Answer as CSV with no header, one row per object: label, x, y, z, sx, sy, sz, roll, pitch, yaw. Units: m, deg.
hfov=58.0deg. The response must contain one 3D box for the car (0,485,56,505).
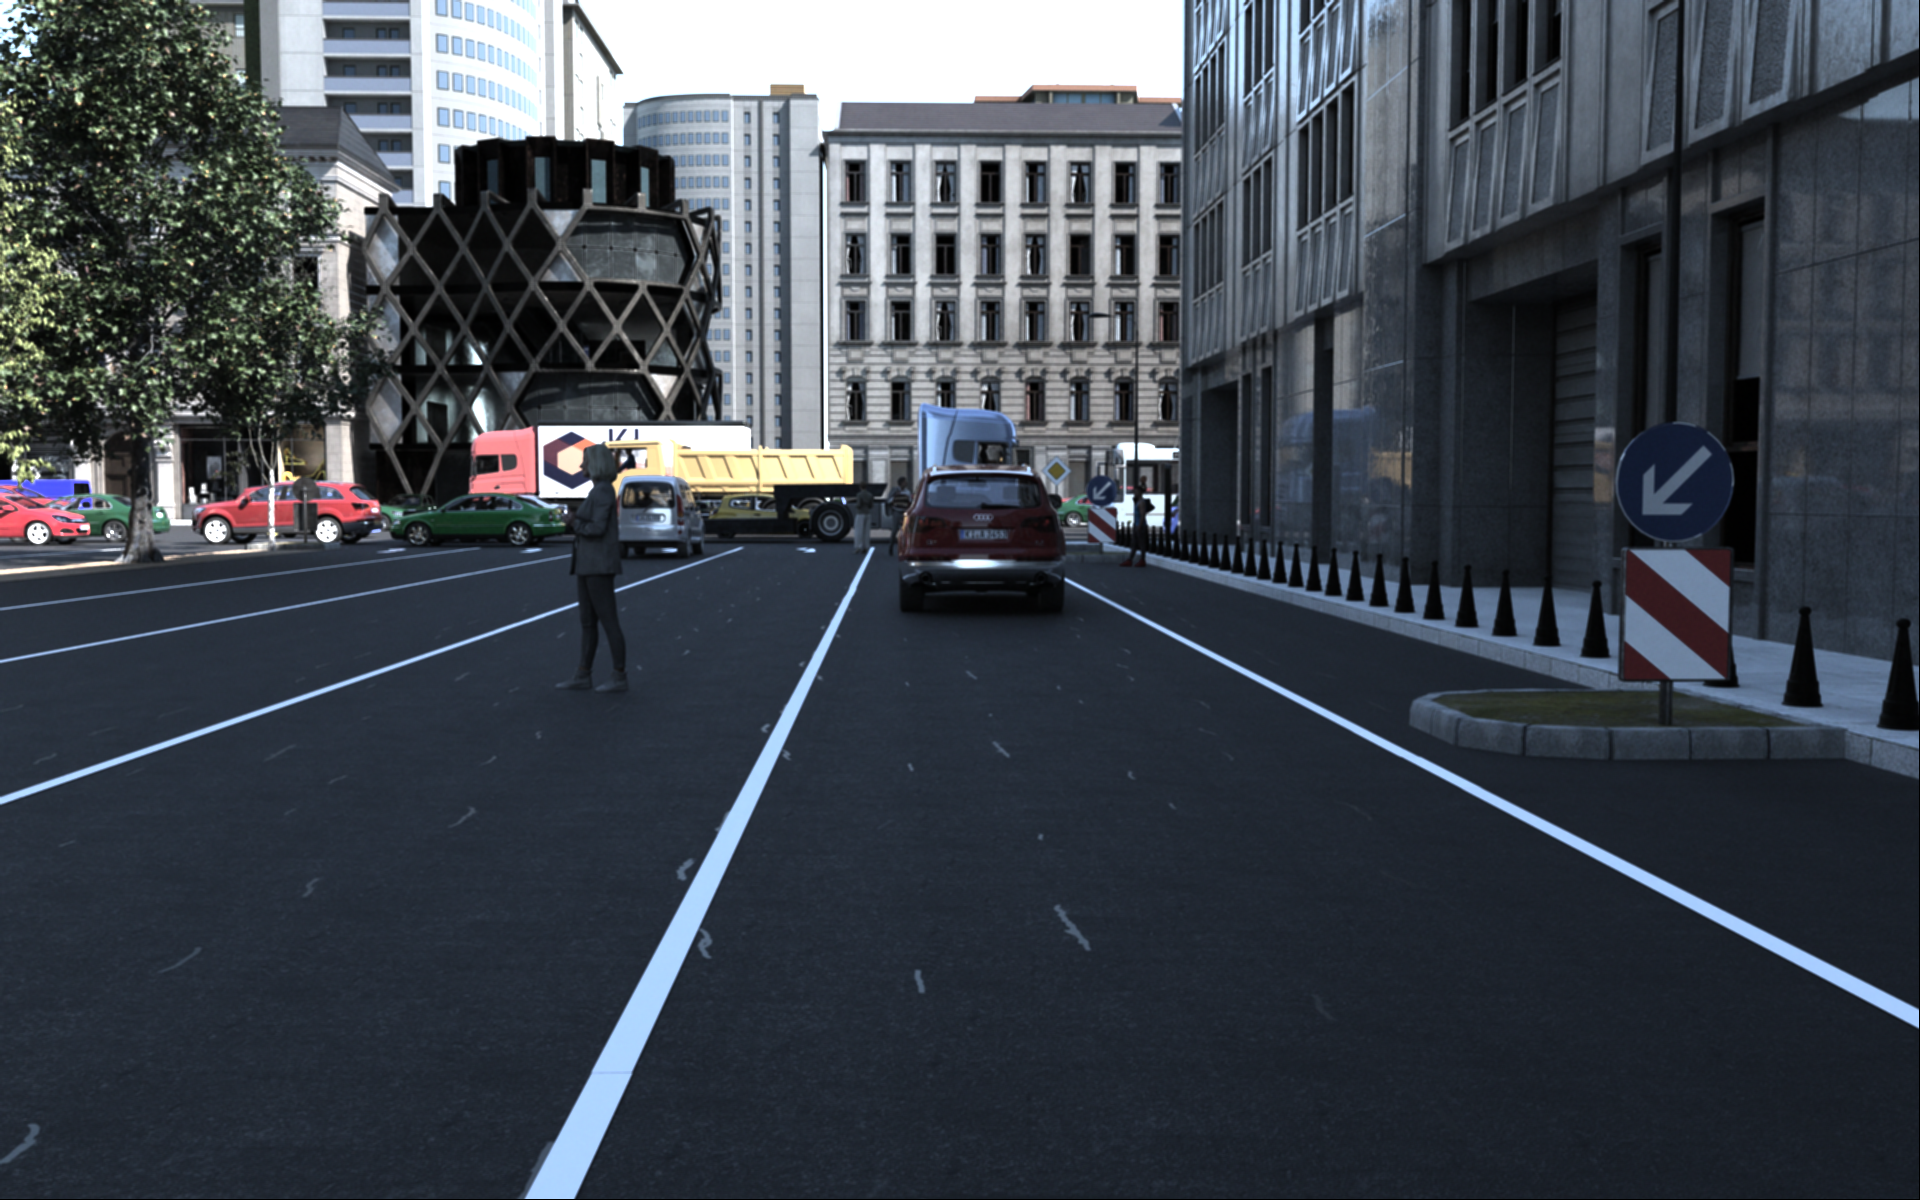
car,-38.776,-3.795,70.720,5.304,1.827,2.281,0,4,0

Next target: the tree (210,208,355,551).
tree,-17.315,-5.546,43.495,4.360,8.622,3.978,0,3,0

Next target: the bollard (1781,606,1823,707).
bollard,5.120,0.338,10.510,0.229,0.601,0.229,0,3,0

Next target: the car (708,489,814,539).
car,-6.179,-2.813,56.221,3.980,1.641,2.015,0,4,-3

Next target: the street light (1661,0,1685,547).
street light,5.053,-2.508,13.543,1.470,5.913,1.316,0,4,-2

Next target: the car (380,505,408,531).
car,-23.899,-3.431,67.894,4.920,1.459,2.131,0,4,-2

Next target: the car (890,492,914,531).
car,-0.113,-2.858,55.776,4.494,1.783,2.155,0,4,-1

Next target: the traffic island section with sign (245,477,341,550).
traffic island section with sign,-17.246,-2.258,45.061,2.006,1.907,1.989,0,4,-2

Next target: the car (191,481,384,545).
car,-19.435,-2.529,50.029,5.304,1.827,2.281,0,3,0

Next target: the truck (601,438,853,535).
truck,-8.758,-4.015,61.575,9.791,3.379,3.469,0,4,-1

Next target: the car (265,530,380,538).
car,-20.955,-2.886,56.775,3.694,1.707,1.945,0,4,-2

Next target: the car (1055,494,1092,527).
car,6.256,-3.906,75.667,4.920,1.459,2.131,0,4,-1

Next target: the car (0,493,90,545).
car,-27.031,-2.445,49.013,4.494,1.783,2.155,0,4,-3

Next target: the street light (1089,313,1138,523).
street light,4.000,-4.406,44.573,1.470,5.913,1.316,0,4,-2

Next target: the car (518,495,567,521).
car,-16.756,-3.188,64.119,4.499,1.417,2.014,0,4,-2

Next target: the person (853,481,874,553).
person,-2.359,-2.013,41.954,0.519,1.759,0.362,-3,4,-38

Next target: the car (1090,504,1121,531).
car,7.234,-3.376,67.193,4.499,1.417,2.014,0,4,-1

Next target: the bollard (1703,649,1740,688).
bollard,5.089,0.274,11.562,0.229,0.601,0.229,0,3,0

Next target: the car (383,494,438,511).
car,-24.060,-4.033,75.718,2.009,1.686,4.222,0,4,-1

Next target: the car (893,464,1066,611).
car,0.242,-0.859,22.716,2.281,1.827,5.304,0,4,-1

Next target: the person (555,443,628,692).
person,-2.689,-0.239,12.589,0.526,1.800,0.537,-1,4,-12

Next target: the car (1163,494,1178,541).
car,7.844,-2.534,51.021,3.694,1.707,1.945,0,4,-1

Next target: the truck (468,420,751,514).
truck,-13.837,-4.784,67.134,11.283,4.237,2.839,0,4,-2

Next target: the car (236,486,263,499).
car,-28.964,-4.103,75.754,5.304,1.827,2.281,0,3,0

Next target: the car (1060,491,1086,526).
car,6.420,-4.273,78.530,5.304,1.827,2.281,0,4,-2

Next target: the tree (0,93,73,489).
tree,-16.791,-4.651,28.868,4.737,8.622,4.395,0,3,0

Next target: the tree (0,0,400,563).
tree,-17.131,-7.127,35.997,9.611,12.733,9.660,0,3,0

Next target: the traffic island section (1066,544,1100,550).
traffic island section,2.552,-1.421,45.513,2.009,0.180,2.903,0,4,-2

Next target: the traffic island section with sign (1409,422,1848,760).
traffic island section with sign,3.796,-0.102,10.295,1.989,1.847,2.006,0,4,-2

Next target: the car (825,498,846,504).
car,-5.321,-3.709,70.240,1.945,1.707,3.694,0,4,-4

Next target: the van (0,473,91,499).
van,-40.610,-4.330,75.172,5.245,2.365,2.240,0,4,0

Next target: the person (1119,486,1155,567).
person,3.508,-1.461,34.253,0.662,1.594,0.647,-1,4,-12

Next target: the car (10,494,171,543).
car,-26.408,-2.463,52.076,4.920,1.459,2.131,0,4,-1

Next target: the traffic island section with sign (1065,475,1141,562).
traffic island section with sign,2.853,-1.750,37.234,1.989,1.847,2.006,0,4,-2

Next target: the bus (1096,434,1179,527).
bus,10.767,-3.979,59.915,13.247,3.499,2.948,0,4,-2

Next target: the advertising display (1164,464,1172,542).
advertising display,4.515,-1.980,37.583,0.123,1.923,0.974,1,4,8

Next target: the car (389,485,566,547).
car,-13.343,-2.390,47.874,4.718,1.807,1.959,0,4,0

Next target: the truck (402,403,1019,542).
truck,-6.928,-3.801,51.903,18.799,4.110,2.967,0,4,-2

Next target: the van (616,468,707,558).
van,-6.932,-2.026,40.140,2.013,2.044,4.112,0,4,-2

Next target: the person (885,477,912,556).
person,-1.427,-1.929,40.143,0.679,1.850,0.850,-2,4,-28

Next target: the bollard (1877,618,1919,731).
bollard,5.158,0.401,9.484,0.229,0.601,0.229,0,3,0

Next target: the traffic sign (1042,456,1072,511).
traffic sign,2.529,-2.556,45.435,0.795,2.450,0.064,0,4,-2
